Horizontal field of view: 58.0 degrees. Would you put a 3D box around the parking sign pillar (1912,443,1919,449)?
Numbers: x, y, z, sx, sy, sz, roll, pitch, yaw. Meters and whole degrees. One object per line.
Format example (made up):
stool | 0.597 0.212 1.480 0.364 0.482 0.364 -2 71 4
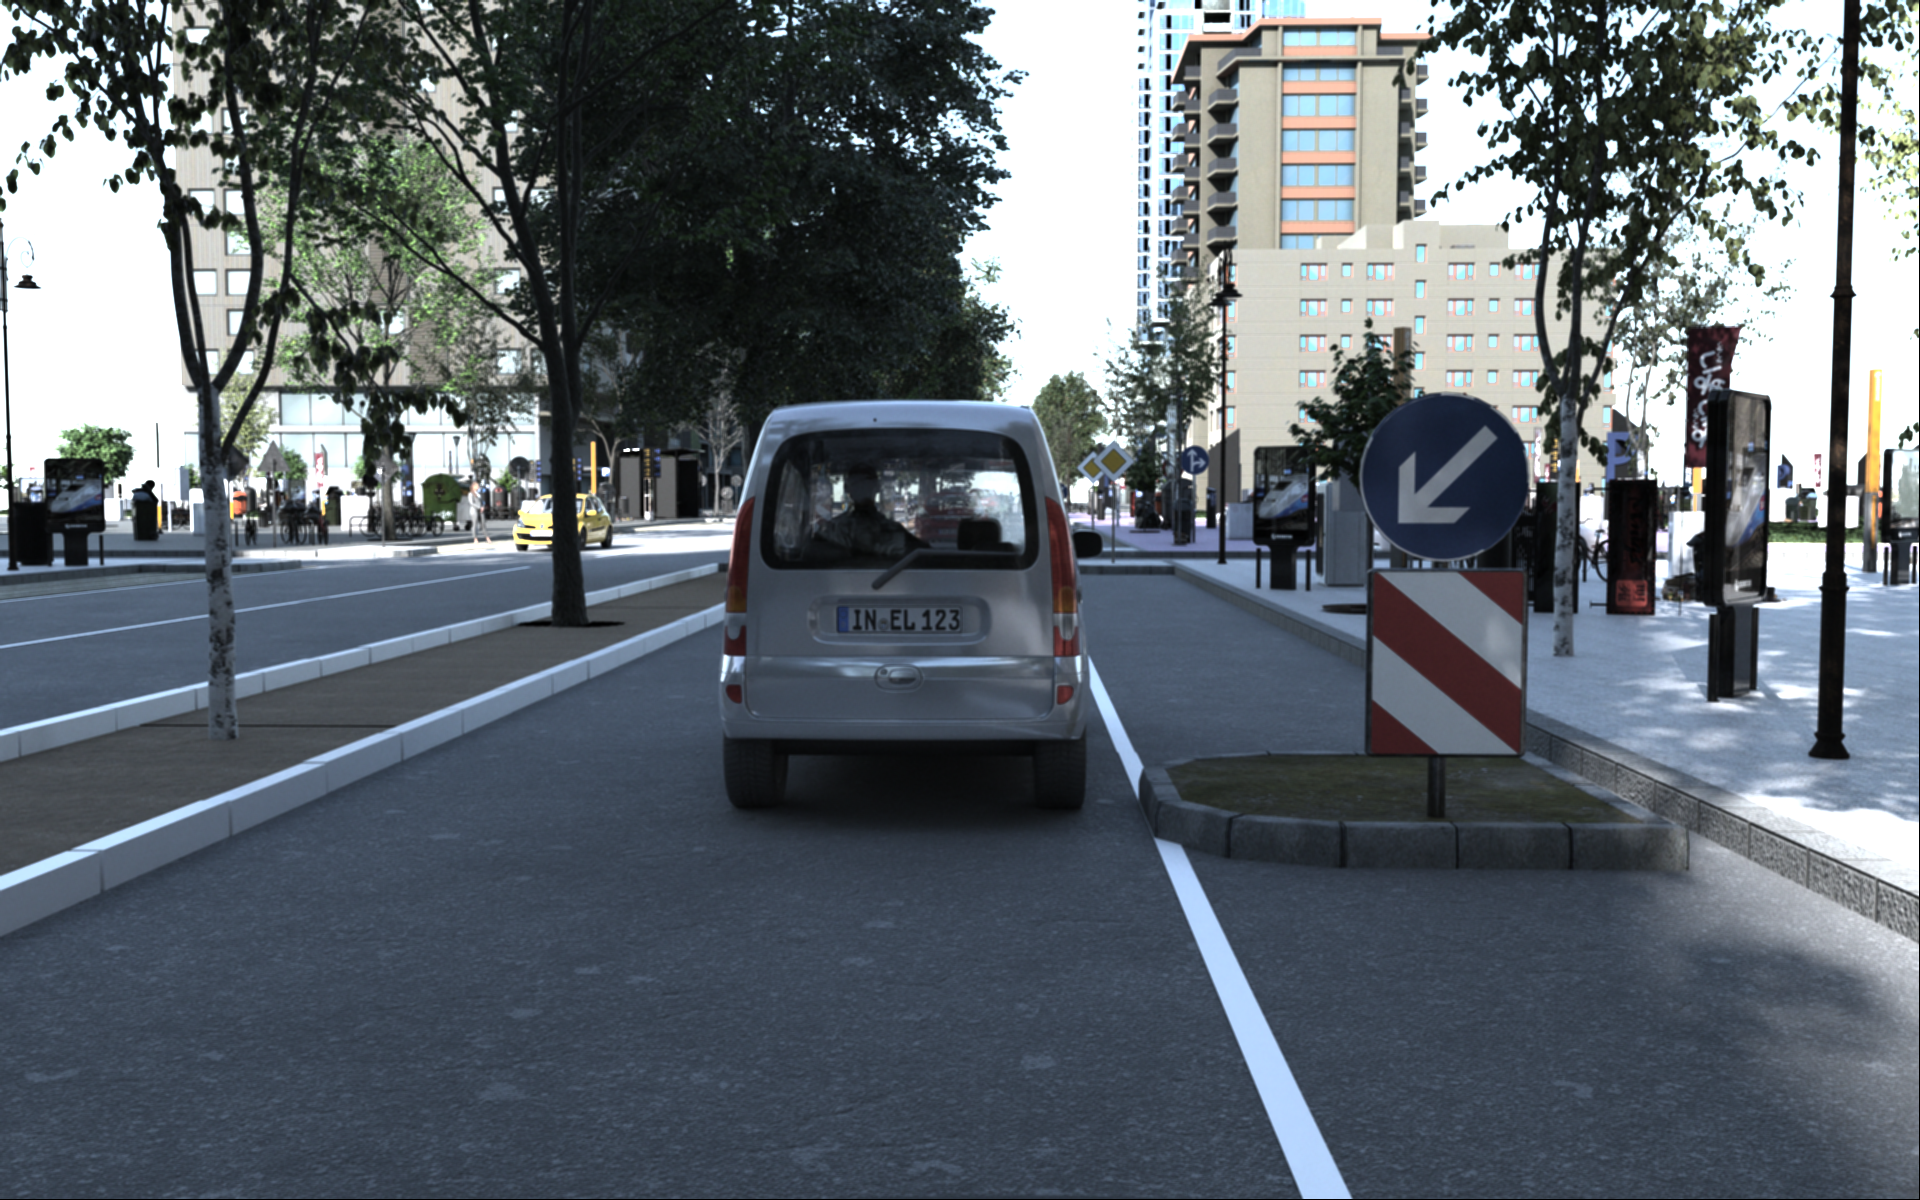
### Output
parking sign pillar | 40.274 -5.142 72.548 1.447 3.967 1.447 -1 4 -8

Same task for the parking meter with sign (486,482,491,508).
parking meter with sign | -29.295 -6.758 106.753 0.543 3.016 1.738 -2 4 -30

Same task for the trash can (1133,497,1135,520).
trash can | 8.395 -4.204 80.385 0.748 1.137 0.748 0 3 0

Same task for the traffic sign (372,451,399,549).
traffic sign | -13.552 -2.264 40.666 0.795 2.450 0.064 0 4 2

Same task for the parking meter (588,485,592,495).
parking meter | -23.487 -6.412 110.544 0.255 1.863 0.399 3 4 38

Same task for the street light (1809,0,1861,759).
street light | 4.244 -2.171 8.280 0.468 5.910 1.993 0 4 2

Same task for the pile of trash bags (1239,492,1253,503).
pile of trash bags | 10.734 -3.149 61.243 1.912 1.369 3.447 0 4 -4

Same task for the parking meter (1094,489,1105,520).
parking meter | 6.864 -4.636 84.205 0.372 1.533 0.369 0 3 0

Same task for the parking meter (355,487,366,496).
parking meter | -22.661 -3.492 65.502 0.372 1.533 0.369 0 3 0

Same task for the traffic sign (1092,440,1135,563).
traffic sign | 2.848 -1.745 32.171 0.795 2.450 0.064 0 4 2

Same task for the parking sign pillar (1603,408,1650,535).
parking sign pillar | 20.779 -4.006 53.968 1.447 3.967 1.447 -2 4 -31

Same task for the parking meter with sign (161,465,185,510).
parking meter with sign | -47.149 -6.542 103.218 1.738 3.016 0.543 0 4 -3

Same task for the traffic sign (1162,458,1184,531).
traffic sign | 7.348 -3.651 59.799 0.768 2.556 0.104 1 4 9

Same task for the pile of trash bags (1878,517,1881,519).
pile of trash bags | 54.844 -5.527 100.125 3.447 1.369 1.912 -1 4 -9

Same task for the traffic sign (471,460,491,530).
traffic sign | -17.135 -3.783 61.952 0.768 2.556 0.104 0 4 8

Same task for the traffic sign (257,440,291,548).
traffic sign | -16.429 -2.536 41.466 0.884 2.594 0.081 1 4 11

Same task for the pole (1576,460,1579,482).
pole | 37.236 -6.774 104.604 0.158 3.312 0.155 0 3 0

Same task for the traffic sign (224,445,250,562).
traffic sign | -13.789 -1.776 32.685 0.795 2.450 0.064 0 4 2

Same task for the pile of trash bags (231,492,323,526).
pile of trash bags | -27.896 -3.718 70.536 3.447 1.369 1.912 -3 5 -45

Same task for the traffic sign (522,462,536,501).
traffic sign | -16.967 -4.142 67.828 0.768 2.556 0.104 1 4 10

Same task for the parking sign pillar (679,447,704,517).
parking sign pillar | -15.125 -6.649 97.190 1.447 3.967 1.447 0 4 -6

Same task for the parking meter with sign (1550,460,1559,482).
parking meter with sign | 30.480 -5.654 88.701 0.543 3.016 1.738 1 4 13

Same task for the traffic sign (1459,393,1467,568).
traffic sign | 6.470 -1.364 22.306 0.884 2.594 0.081 0 4 6

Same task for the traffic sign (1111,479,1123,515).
traffic sign | 8.079 -5.359 87.624 0.884 2.594 0.081 1 4 10

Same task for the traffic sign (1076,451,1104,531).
traffic sign | 3.085 -2.233 40.153 0.795 2.450 0.064 0 4 2

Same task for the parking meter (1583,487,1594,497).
parking meter | 23.721 -3.483 65.351 0.372 1.533 0.369 0 3 0

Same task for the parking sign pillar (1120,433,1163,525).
parking sign pillar | 7.806 -5.161 72.853 1.447 3.967 1.447 2 4 28

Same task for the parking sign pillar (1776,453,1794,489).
parking sign pillar | 54.138 -7.657 113.660 1.447 3.967 1.447 0 4 -4

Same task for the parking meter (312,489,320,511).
parking meter | -32.389 -4.815 87.134 0.372 1.533 0.369 0 3 0

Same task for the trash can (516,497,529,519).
trash can | -18.281 -3.741 72.822 0.748 1.137 0.748 0 3 0

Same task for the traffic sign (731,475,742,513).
traffic sign | -14.954 -7.080 115.860 0.768 2.556 0.104 0 4 4

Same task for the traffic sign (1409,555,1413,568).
traffic sign | 6.638 -1.426 25.440 0.606 2.300 0.079 0 4 8

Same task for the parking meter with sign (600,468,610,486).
parking meter with sign | -23.504 -7.217 114.252 0.543 3.016 1.738 0 4 -1

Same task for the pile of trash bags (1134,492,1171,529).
pile of trash bags | 7.559 -3.414 65.574 1.912 1.369 3.447 0 4 5

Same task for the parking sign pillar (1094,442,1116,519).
parking sign pillar | 7.721 -6.247 90.606 1.447 3.967 1.447 3 5 40

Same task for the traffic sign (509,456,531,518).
traffic sign | -14.895 -3.576 58.572 0.768 2.556 0.104 0 4 8

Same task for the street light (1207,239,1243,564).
street light | 4.826 -3.604 31.712 0.468 5.910 1.993 0 4 2

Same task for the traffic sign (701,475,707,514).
traffic sign | -17.050 -6.966 114.006 0.768 2.556 0.104 0 4 6

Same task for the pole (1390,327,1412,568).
pole | 5.422 -1.680 21.308 0.158 3.312 0.155 0 3 0

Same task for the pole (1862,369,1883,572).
pole | 14.918 -2.108 28.309 0.158 3.312 0.155 0 3 0

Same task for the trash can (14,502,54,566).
trash can | -16.718 -1.199 31.265 0.748 1.137 0.748 0 3 0

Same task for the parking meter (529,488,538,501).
parking meter | -17.077 -3.728 69.364 0.372 1.533 0.369 0 3 0

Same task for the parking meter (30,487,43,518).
parking meter | -31.995 -3.157 60.021 0.372 1.533 0.369 0 3 0

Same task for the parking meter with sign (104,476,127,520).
parking meter with sign | -42.393 -5.491 86.043 1.738 3.016 0.543 -2 4 -29

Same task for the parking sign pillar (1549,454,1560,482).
parking sign pillar | 38.261 -7.506 111.198 1.447 3.967 1.447 -2 4 -23

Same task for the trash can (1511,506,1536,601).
trash can | 6.797 -0.572 21.004 0.748 1.137 0.748 0 3 0

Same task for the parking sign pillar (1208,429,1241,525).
parking sign pillar | 10.950 -5.091 71.716 1.447 3.967 1.447 2 4 25

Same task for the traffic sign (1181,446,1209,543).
traffic sign | 6.178 -2.789 45.709 0.768 2.556 0.104 0 4 2

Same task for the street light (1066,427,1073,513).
street light | 7.551 -8.978 119.584 0.468 5.910 1.993 0 4 2

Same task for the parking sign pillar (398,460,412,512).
parking sign pillar | -36.382 -7.671 113.890 1.447 3.967 1.447 -2 4 -30

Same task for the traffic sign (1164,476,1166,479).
traffic sign | 9.061 -4.520 74.012 0.768 2.556 0.104 0 4 3

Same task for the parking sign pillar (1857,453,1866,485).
parking sign pillar | 51.014 -6.660 97.368 1.447 3.967 1.447 0 4 -6

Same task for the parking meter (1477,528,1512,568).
parking meter | 6.054 -0.686 19.627 0.372 1.533 0.369 0 3 0

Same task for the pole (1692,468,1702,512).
pole | 17.990 -2.960 42.245 0.158 3.312 0.155 0 3 0

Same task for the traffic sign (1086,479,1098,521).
traffic sign | 6.320 -4.951 83.085 0.606 2.300 0.079 1 4 9

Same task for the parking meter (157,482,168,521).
parking meter | -37.781 -4.670 82.070 0.255 1.863 0.399 3 4 36

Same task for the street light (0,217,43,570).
street light | -15.982 -3.441 29.052 0.468 5.910 1.993 0 4 2

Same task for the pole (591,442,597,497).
pole | -14.312 -4.522 67.779 0.158 3.312 0.155 0 3 0

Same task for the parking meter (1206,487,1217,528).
parking meter | 9.436 -3.461 65.001 0.372 1.533 0.369 0 3 0
